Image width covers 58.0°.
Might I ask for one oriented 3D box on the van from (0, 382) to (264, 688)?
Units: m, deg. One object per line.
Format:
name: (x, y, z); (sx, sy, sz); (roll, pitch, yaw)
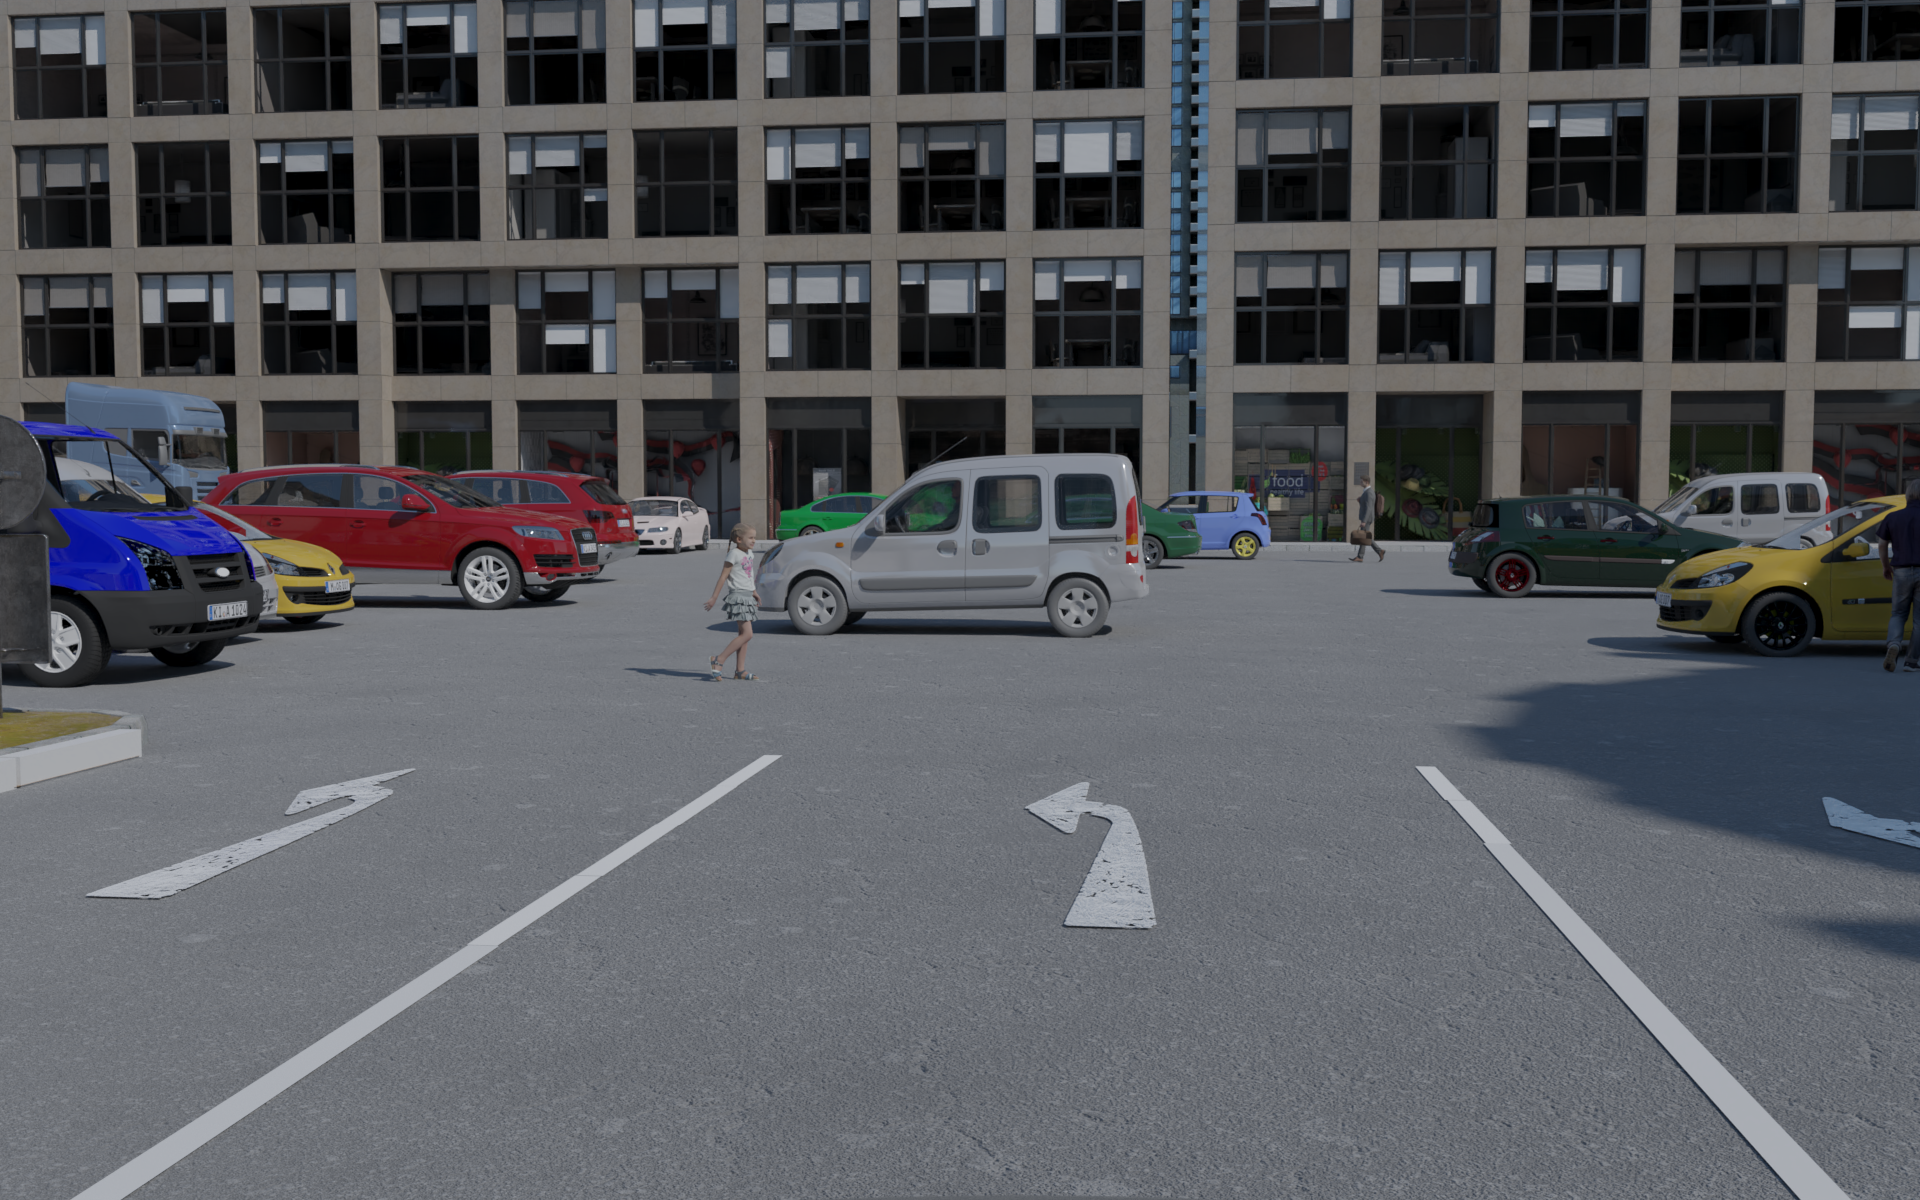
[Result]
van: (-8.314, -0.579, 13.850); (5.245, 2.365, 2.240); (0, 4, 7)

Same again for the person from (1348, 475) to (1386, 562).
person: (8.548, -1.700, 36.257); (0.822, 1.834, 0.622); (0, 4, 1)

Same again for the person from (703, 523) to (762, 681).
person: (-1.722, 0.008, 13.380); (0.382, 1.210, 0.505); (1, 4, 17)

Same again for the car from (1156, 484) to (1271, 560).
car: (5.040, -1.768, 38.506); (3.694, 1.707, 1.945); (1, 4, 8)

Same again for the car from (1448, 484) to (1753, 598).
car: (9.055, -0.891, 24.358); (4.222, 1.686, 2.009); (0, 4, 8)

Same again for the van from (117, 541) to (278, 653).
van: (-8.649, -0.578, 16.469); (4.112, 2.044, 2.013); (0, 4, 7)

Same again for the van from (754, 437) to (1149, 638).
van: (-0.087, -0.680, 18.126); (4.112, 2.044, 2.013); (0, 4, 6)

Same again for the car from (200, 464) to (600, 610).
car: (-7.327, -0.845, 22.487); (5.304, 1.827, 2.281); (0, 4, 8)

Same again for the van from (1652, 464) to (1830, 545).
van: (14.488, -1.613, 33.392); (4.112, 2.044, 2.013); (0, 4, 7)

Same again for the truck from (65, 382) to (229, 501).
truck: (-26.934, -3.257, 43.008); (18.799, 4.110, 2.967); (0, 4, 5)

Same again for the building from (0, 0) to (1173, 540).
building: (-10.092, -15.475, 57.525); (34.151, 26.468, 19.350); (0, 4, 7)

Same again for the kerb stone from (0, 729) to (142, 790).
kerb stone: (-4.586, 0.811, 8.959); (0.120, 0.150, 1.000); (0, 4, 7)

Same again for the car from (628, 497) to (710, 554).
car: (-7.486, -1.862, 42.807); (2.083, 1.381, 4.827); (0, 4, 5)

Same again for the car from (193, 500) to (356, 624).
car: (-8.547, -0.511, 18.581); (3.980, 1.641, 2.015); (0, 4, 7)

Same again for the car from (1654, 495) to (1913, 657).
car: (8.480, -0.340, 15.786); (3.980, 1.641, 2.015); (0, 4, 8)

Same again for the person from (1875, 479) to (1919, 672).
person: (7.620, -0.201, 13.993); (0.471, 1.553, 0.569); (-1, 4, -15)

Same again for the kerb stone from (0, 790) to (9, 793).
kerb stone: (-4.709, 0.872, 7.931); (0.120, 0.150, 1.000); (0, 4, 7)

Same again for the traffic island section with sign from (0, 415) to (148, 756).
traffic island section with sign: (-5.590, -0.071, 9.299); (2.006, 1.907, 1.989); (0, 4, 7)

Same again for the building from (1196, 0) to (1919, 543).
building: (24.549, -15.179, 52.699); (34.151, 26.468, 19.350); (0, 4, 7)

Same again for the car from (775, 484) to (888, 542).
car: (-2.102, -2.041, 42.160); (4.718, 1.807, 1.959); (0, 4, 6)

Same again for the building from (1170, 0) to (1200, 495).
building: (33.329, -55.035, 212.488); (31.000, 86.520, 22.319); (0, 4, 7)

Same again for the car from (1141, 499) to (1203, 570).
car: (2.254, -1.348, 33.833); (4.920, 1.459, 2.131); (0, 4, 5)

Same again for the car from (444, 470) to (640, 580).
car: (-7.916, -1.196, 28.221); (5.304, 1.827, 2.281); (0, 4, 8)
